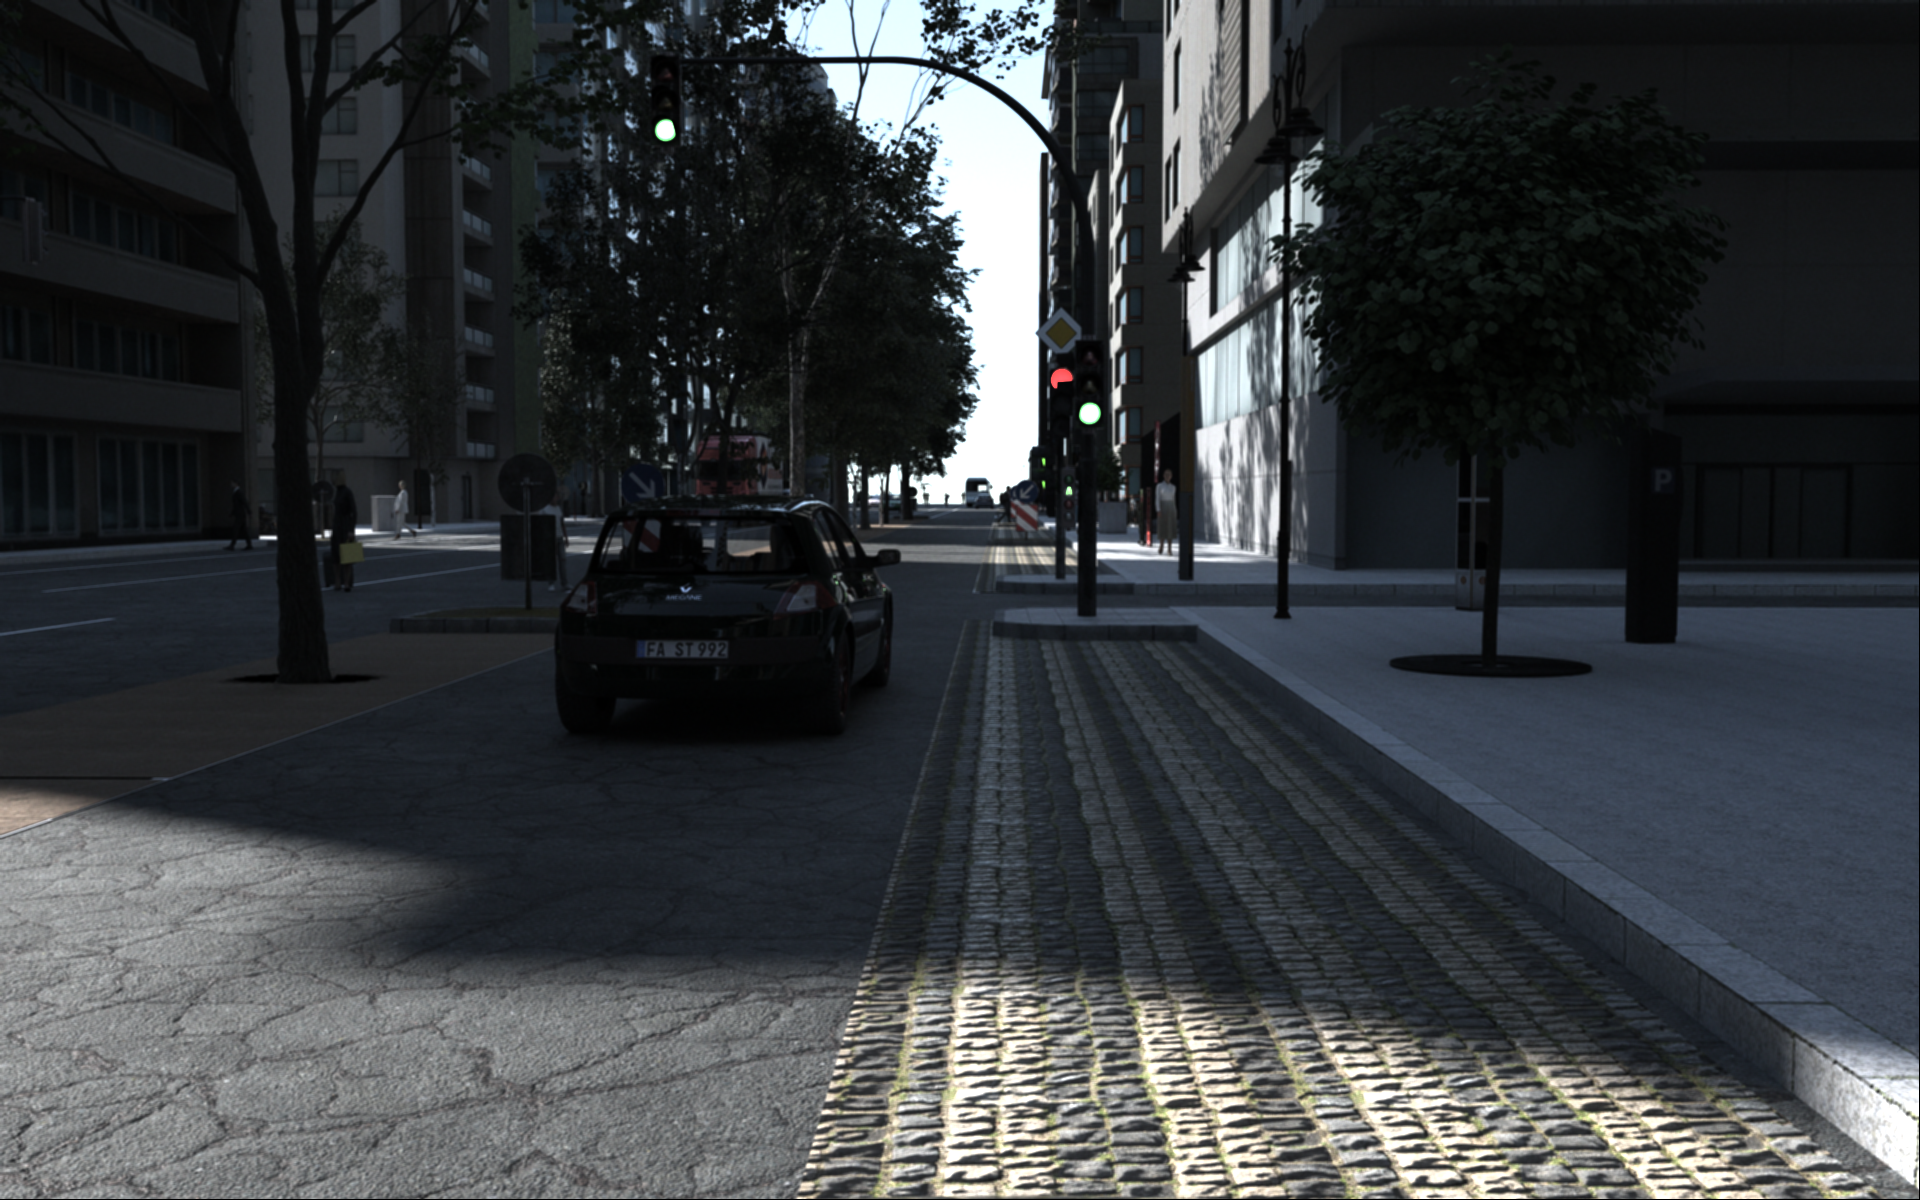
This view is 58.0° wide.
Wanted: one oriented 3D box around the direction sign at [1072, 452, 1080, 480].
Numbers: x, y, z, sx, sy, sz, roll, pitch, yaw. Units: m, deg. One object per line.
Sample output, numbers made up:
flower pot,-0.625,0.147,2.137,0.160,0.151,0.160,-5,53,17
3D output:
direction sign,6.394,-6.268,94.477,0.379,3.537,0.876,3,5,44

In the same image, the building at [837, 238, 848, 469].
building,-23.876,-34.647,250.070,14.154,41.232,14.086,0,4,1

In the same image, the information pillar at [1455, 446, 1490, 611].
information pillar,5.667,-0.889,19.034,0.304,2.012,0.304,-1,4,-19

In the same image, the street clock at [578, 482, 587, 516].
street clock,-22.225,-5.966,102.108,0.471,2.002,0.358,1,4,23

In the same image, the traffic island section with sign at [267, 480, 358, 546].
traffic island section with sign,-18.072,-2.446,48.614,1.989,1.847,2.006,0,4,1

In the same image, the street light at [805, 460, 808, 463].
street light,-16.767,-13.108,187.100,0.468,5.910,1.993,0,4,1

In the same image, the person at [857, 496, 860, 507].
person,-11.812,-11.573,198.445,1.217,1.736,0.721,3,4,39

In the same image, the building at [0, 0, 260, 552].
building,-30.834,-25.314,37.587,21.300,48.544,21.600,0,4,1

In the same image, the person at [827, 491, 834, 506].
person,-13.844,-10.778,185.447,1.217,1.735,0.721,0,4,4

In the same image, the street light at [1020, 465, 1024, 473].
street light,8.265,-15.386,224.352,0.468,5.910,1.993,0,4,1

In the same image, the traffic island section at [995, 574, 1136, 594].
traffic island section,1.541,-0.242,26.232,2.009,0.180,2.903,0,4,1

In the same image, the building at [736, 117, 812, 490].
building,-28.999,-33.384,200.452,22.147,44.769,28.867,0,4,1

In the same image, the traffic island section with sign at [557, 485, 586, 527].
traffic island section with sign,-17.428,-4.097,75.608,1.989,1.847,2.006,0,4,1

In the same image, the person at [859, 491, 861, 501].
person,-11.736,-11.930,203.560,0.705,1.823,1.348,1,4,15

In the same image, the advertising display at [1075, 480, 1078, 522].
advertising display,5.324,-4.511,78.966,0.974,1.923,0.123,-2,4,-26

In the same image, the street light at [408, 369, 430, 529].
street light,-19.706,-5.519,63.024,0.468,5.910,1.993,0,4,1

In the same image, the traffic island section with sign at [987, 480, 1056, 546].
traffic island section with sign,1.761,-2.454,48.759,1.989,1.847,2.006,0,4,1

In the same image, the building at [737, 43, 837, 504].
building,-27.937,-41.989,228.524,21.231,58.520,28.212,0,4,1

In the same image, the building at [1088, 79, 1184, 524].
building,20.934,-14.772,86.564,27.650,21.520,28.899,0,4,1

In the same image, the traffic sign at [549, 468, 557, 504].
traffic sign,-18.996,-4.895,80.132,0.768,2.556,0.104,1,4,11

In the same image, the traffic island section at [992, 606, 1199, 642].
traffic island section,1.350,0.247,18.249,2.009,0.180,2.903,0,4,1

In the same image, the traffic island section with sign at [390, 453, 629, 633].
traffic island section with sign,-4.817,-0.642,18.636,2.006,1.907,1.989,0,4,1

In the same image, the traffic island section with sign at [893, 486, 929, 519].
traffic island section with sign,-2.835,-5.689,101.158,2.006,1.907,1.989,0,4,1

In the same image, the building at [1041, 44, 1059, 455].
building,23.933,-37.357,200.029,28.713,52.752,27.495,0,4,1

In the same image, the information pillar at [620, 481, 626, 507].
information pillar,-19.521,-5.864,100.373,0.304,2.012,0.304,0,4,-8

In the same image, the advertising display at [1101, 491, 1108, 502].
advertising display,6.221,-4.239,74.517,0.123,1.923,0.974,1,4,14

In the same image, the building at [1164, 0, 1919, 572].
building,18.800,-27.461,38.226,27.495,52.752,28.713,0,4,1

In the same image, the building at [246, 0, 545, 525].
building,-27.673,-24.107,77.738,14.154,41.232,14.086,0,4,1

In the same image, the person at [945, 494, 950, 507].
person,-1.420,-11.248,195.644,0.697,1.427,0.421,3,4,39

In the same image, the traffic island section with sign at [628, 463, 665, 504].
traffic island section with sign,-4.630,-1.095,26.040,2.006,1.907,1.989,0,4,1

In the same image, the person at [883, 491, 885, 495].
person,-8.448,-11.222,191.998,1.348,1.821,0.705,1,4,22

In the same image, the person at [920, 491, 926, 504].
person,-5.168,-14.954,252.630,1.348,1.869,0.705,0,4,-5

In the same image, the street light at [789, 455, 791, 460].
street light,-17.107,-12.411,175.710,0.468,5.910,1.993,0,4,1

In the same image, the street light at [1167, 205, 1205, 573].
street light,3.638,-3.380,28.046,0.468,5.910,1.993,0,4,1

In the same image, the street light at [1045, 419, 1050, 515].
street light,5.324,-8.091,105.080,0.468,5.910,1.993,0,4,1

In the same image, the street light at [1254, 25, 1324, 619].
street light,3.334,-2.748,17.724,0.468,5.910,1.993,0,4,1

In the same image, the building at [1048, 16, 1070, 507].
building,19.494,-33.061,160.162,23.786,49.044,30.456,0,4,1

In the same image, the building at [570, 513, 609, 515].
building,-31.848,-30.398,116.616,23.786,49.044,30.456,0,4,1

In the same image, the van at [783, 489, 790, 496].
van,-12.576,-7.446,128.751,2.013,2.044,4.112,0,4,2

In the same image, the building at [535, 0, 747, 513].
building,-30.517,-32.277,147.343,23.786,49.044,30.456,0,4,1

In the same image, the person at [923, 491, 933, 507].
person,-3.656,-11.335,194.347,1.217,1.766,0.721,-1,4,-12

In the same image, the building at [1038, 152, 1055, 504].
building,17.023,-34.941,221.391,14.600,45.320,14.200,0,4,1

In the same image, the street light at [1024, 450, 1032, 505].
street light,7.474,-13.156,187.880,0.468,5.910,1.993,0,4,1

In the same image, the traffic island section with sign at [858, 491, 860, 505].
traffic island section with sign,-13.568,-13.920,236.220,1.989,1.847,2.006,0,4,1

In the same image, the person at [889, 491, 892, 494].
person,-9.080,-13.390,227.050,1.348,1.869,0.705,-3,4,-38

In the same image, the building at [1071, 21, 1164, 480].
building,14.039,-20.678,109.791,14.160,30.474,14.107,0,4,1

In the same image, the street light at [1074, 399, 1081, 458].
street light,4.500,-5.591,64.194,0.468,5.910,1.993,0,4,1

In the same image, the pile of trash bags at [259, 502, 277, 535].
pile of trash bags,-22.021,-2.700,53.891,1.912,1.369,3.447,2,4,27

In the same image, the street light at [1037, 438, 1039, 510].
street light,6.371,-10.302,141.224,0.468,5.910,1.993,0,4,1

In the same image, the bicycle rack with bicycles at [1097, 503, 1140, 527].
bicycle rack with bicycles,6.038,-3.292,67.205,2.852,0.926,2.925,1,4,11

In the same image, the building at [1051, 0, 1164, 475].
building,18.160,-29.118,130.709,22.147,44.769,28.867,0,4,1

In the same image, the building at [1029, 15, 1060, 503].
building,21.193,-56.876,242.598,22.319,86.520,31.000,0,4,1
